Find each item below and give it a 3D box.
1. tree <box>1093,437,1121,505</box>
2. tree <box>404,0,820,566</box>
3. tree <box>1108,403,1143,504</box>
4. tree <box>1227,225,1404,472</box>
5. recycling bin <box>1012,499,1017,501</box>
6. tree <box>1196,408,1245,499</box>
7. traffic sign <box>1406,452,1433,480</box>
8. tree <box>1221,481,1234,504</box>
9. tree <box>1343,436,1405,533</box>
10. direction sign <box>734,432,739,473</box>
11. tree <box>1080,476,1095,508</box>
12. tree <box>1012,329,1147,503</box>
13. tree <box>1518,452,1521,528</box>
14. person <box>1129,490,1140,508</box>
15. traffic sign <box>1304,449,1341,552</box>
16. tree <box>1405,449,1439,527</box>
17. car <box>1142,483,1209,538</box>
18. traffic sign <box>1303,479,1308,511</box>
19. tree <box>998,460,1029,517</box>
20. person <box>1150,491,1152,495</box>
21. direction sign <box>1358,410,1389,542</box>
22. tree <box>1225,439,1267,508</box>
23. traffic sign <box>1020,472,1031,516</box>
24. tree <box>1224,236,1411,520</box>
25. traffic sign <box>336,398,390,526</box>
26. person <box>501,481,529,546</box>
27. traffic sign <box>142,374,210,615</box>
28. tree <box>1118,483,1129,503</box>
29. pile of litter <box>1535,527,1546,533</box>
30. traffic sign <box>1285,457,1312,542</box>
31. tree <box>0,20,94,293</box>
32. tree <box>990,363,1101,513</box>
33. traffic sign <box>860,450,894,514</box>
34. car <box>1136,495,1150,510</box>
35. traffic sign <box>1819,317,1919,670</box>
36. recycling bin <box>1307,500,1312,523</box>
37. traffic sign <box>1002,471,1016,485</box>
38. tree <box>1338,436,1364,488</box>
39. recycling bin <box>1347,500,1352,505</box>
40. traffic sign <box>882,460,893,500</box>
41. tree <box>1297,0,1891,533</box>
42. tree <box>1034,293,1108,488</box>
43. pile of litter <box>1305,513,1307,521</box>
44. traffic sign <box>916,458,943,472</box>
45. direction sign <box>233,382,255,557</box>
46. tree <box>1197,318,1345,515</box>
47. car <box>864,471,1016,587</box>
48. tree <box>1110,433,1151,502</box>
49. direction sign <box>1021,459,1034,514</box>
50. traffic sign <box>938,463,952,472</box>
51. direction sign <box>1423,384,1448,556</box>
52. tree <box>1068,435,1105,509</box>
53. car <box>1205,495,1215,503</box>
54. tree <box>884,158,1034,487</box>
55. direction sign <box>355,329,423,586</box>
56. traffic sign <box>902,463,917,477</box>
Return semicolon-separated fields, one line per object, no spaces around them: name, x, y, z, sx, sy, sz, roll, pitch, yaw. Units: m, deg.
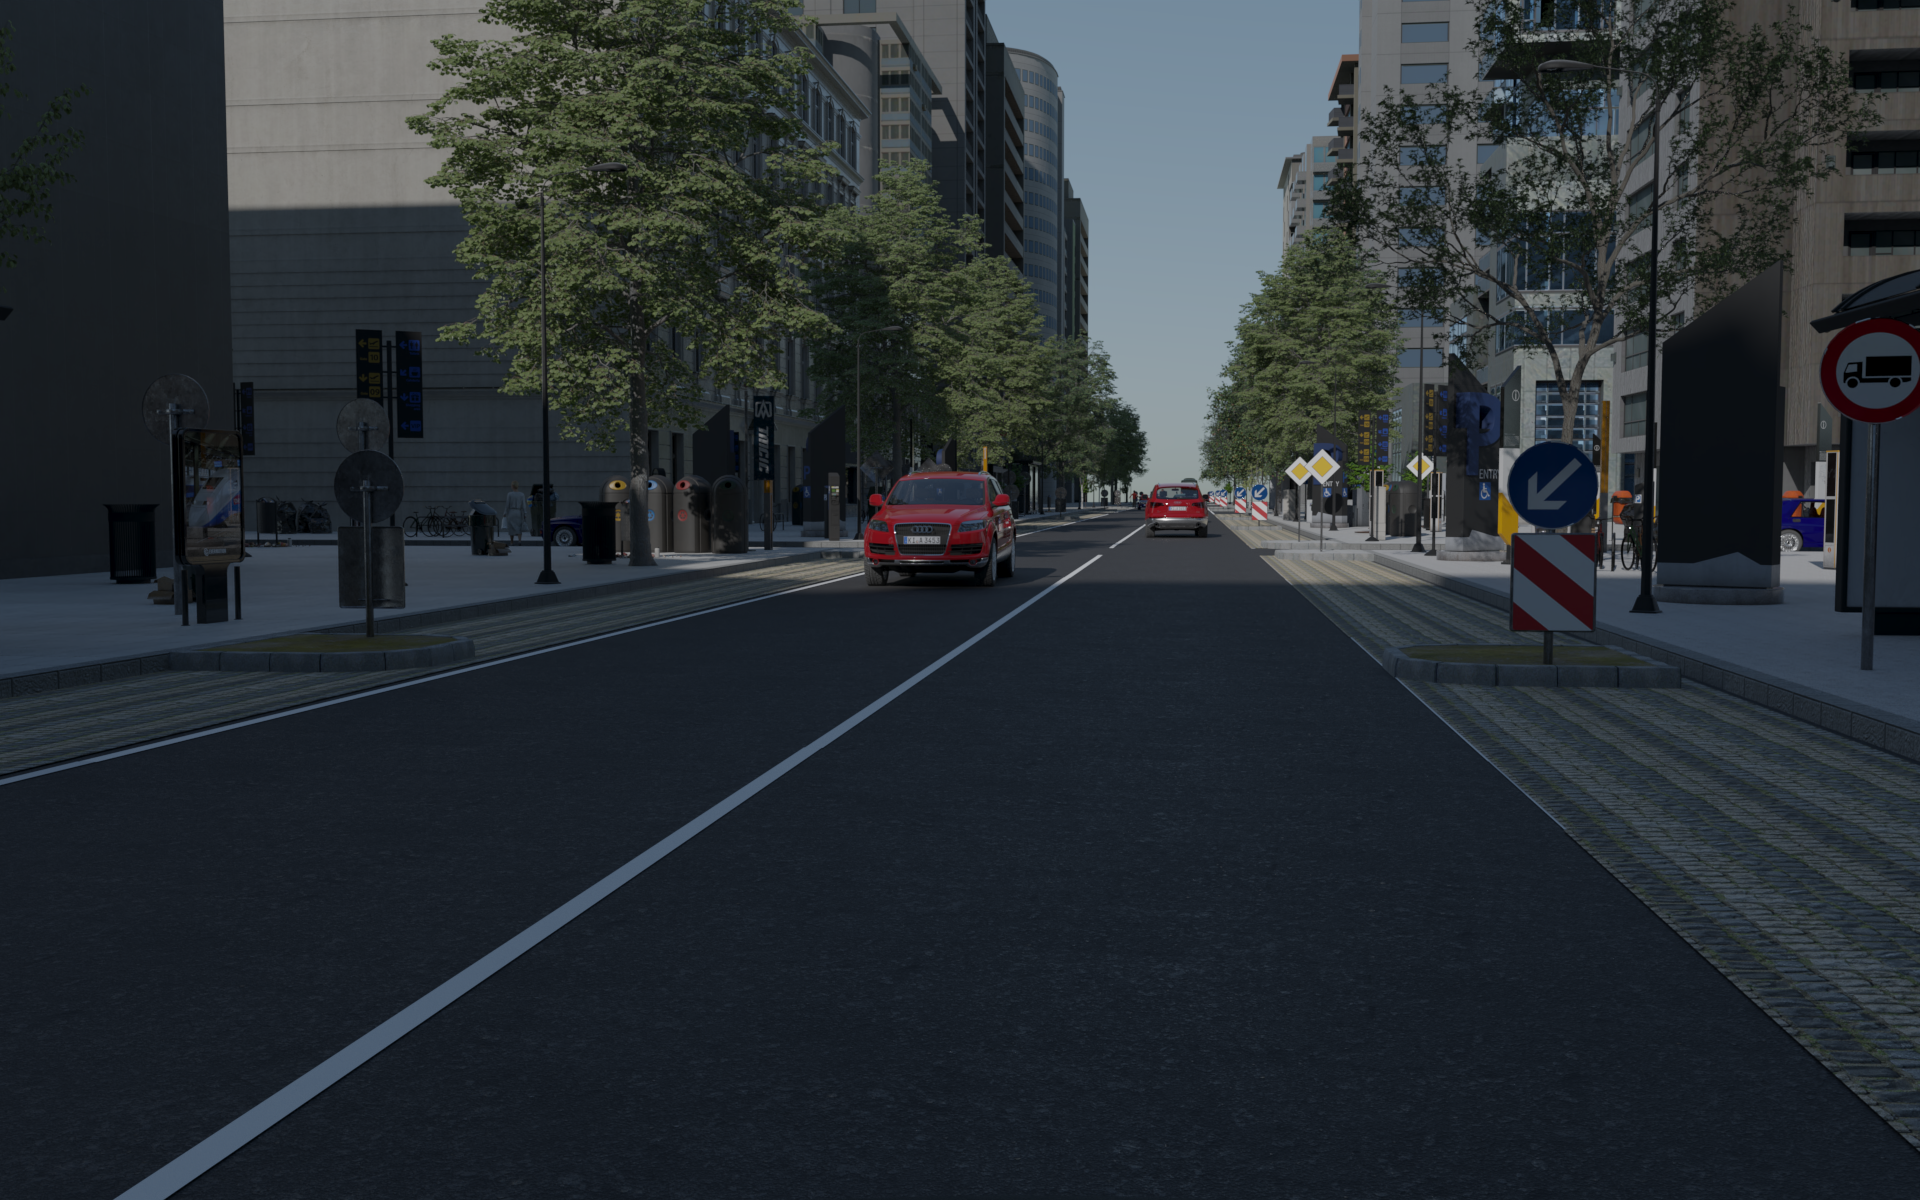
tree;16.111;-15.097;197.193;4.737;8.622;4.395;0;3;0
tree;-5.620;-6.853;30.167;7.486;12.596;7.792;0;3;0
tree;19.102;-18.024;212.823;7.486;12.596;7.792;0;3;0
tree;15.136;-9.533;73.985;7.486;12.596;7.792;0;3;0
recycling bin;2.704;-5.072;95.482;0.722;1.027;0.722;-1;4;-13
tree;30.393;-16.799;185.027;12.009;13.543;11.850;0;3;0
traffic sign;12.561;-2.815;47.216;0.795;2.450;0.064;1;4;12
tree;38.976;-15.801;252.942;1.663;3.219;1.824;0;3;0
tree;13.353;-3.807;56.846;1.663;3.219;1.824;0;3;0
direction sign;-8.364;-4.360;63.288;0.876;3.537;0.379;3;5;41
tree;11.379;-9.971;157.627;1.663;3.219;1.824;0;3;0
tree;7.824;-13.955;134.813;9.857;13.997;8.962;0;3;0
tree;20.948;-4.367;66.000;1.663;3.219;1.824;0;3;0
person;18.062;-10.456;179.425;1.348;1.831;0.705;2;4;32
traffic sign;8.036;-2.131;38.477;0.795;2.450;0.064;0;4;8
tree;17.836;-4.446;67.294;1.663;3.219;1.824;0;3;0
car;7.262;-3.038;58.339;2.281;1.827;5.304;0;4;6
traffic sign;18.432;-5.642;92.349;0.768;2.556;0.104;1;4;13
tree;3.029;-6.293;97.488;1.663;3.219;1.824;0;3;0
person;29.873;-16.041;270.398;0.705;1.869;1.348;2;4;24
direction sign;11.181;-3.358;46.896;0.876;3.537;0.379;-1;4;-12
tree;26.879;-12.931;161.777;4.737;8.622;4.395;0;3;0
traffic sign;3.713;-6.078;99.483;0.768;2.556;0.104;1;4;12
tree;17.537;-10.983;86.234;9.857;13.997;8.962;0;3;0
traffic sign;-7.937;-1.401;23.015;0.768;2.556;0.104;1;4;11
person;-11.600;-2.215;45.076;0.694;1.780;0.624;-1;4;-10
traffic sign;-8.307;-1.115;18.338;0.768;2.556;0.104;0;4;8
tree;24.560;-16.090;257.675;1.663;3.219;1.824;0;3;0
pile of litter;15.698;-1.960;46.009;1.176;0.858;1.719;1;4;16
traffic sign;9.093;-2.615;46.392;0.795;2.450;0.064;0;4;8
tree;-12.470;-4.232;19.558;4.737;8.622;4.395;0;3;0
tree;5.552;-11.231;118.041;8.767;10.594;7.601;1;4;10
traffic sign;-1.917;-2.213;39.821;0.795;2.450;0.064;0;4;8
car;17.195;-8.957;159.025;1.945;1.354;3.894;0;4;7
traffic sign;6.617;-0.762;12.562;0.768;2.556;0.104;1;4;16
recycling bin;15.757;-3.905;76.395;0.722;1.027;0.722;2;4;34
traffic sign;2.651;-5.740;93.959;0.768;2.556;0.104;1;4;16
tree;20.803;-6.820;95.217;4.285;4.588;4.351;0;3;0
recycling bin;17.425;-3.865;75.755;0.722;1.027;0.722;-1;4;-17
traffic sign;-2.722;-3.885;63.633;0.768;2.556;0.104;1;4;10
tree;9.442;-5.669;27.097;8.767;10.594;7.601;1;4;16
tree;1.454;-10.017;81.912;7.486;12.596;7.792;0;3;0
pile of litter;16.970;-4.180;82.315;1.176;0.858;1.719;2;4;33
traffic sign;-0.861;-2.697;47.736;0.795;2.450;0.064;0;4;8
direction sign;-14.633;-2.642;35.191;0.876;3.537;0.379;2;4;28
tree;19.821;-11.663;107.693;9.611;12.733;9.660;0;3;0
car;-0.249;-1.216;28.553;2.281;1.827;5.304;0;4;7
tree;26.502;-21.354;274.899;9.928;11.665;9.643;0;3;0
direction sign;4.362;-7.364;112.404;0.876;3.537;0.379;-1;4;-19
traffic sign;-0.711;-4.402;72.077;0.768;2.556;0.104;1;4;13
direction sign;9.837;-2.684;35.878;0.876;3.537;0.379;-3;5;-44
tree;10.870;-12.406;153.194;4.360;8.622;3.978;0;3;0
car;38.875;-15.922;270.110;2.009;1.686;4.222;0;4;7
tree;-2.135;-8.591;58.586;7.486;12.596;7.792;0;3;0
direction sign;-7.897;-1.960;24.049;0.876;3.537;0.379;-2;4;-28
traffic sign;-2.107;-4.369;71.547;0.768;2.556;0.104;1;4;13
